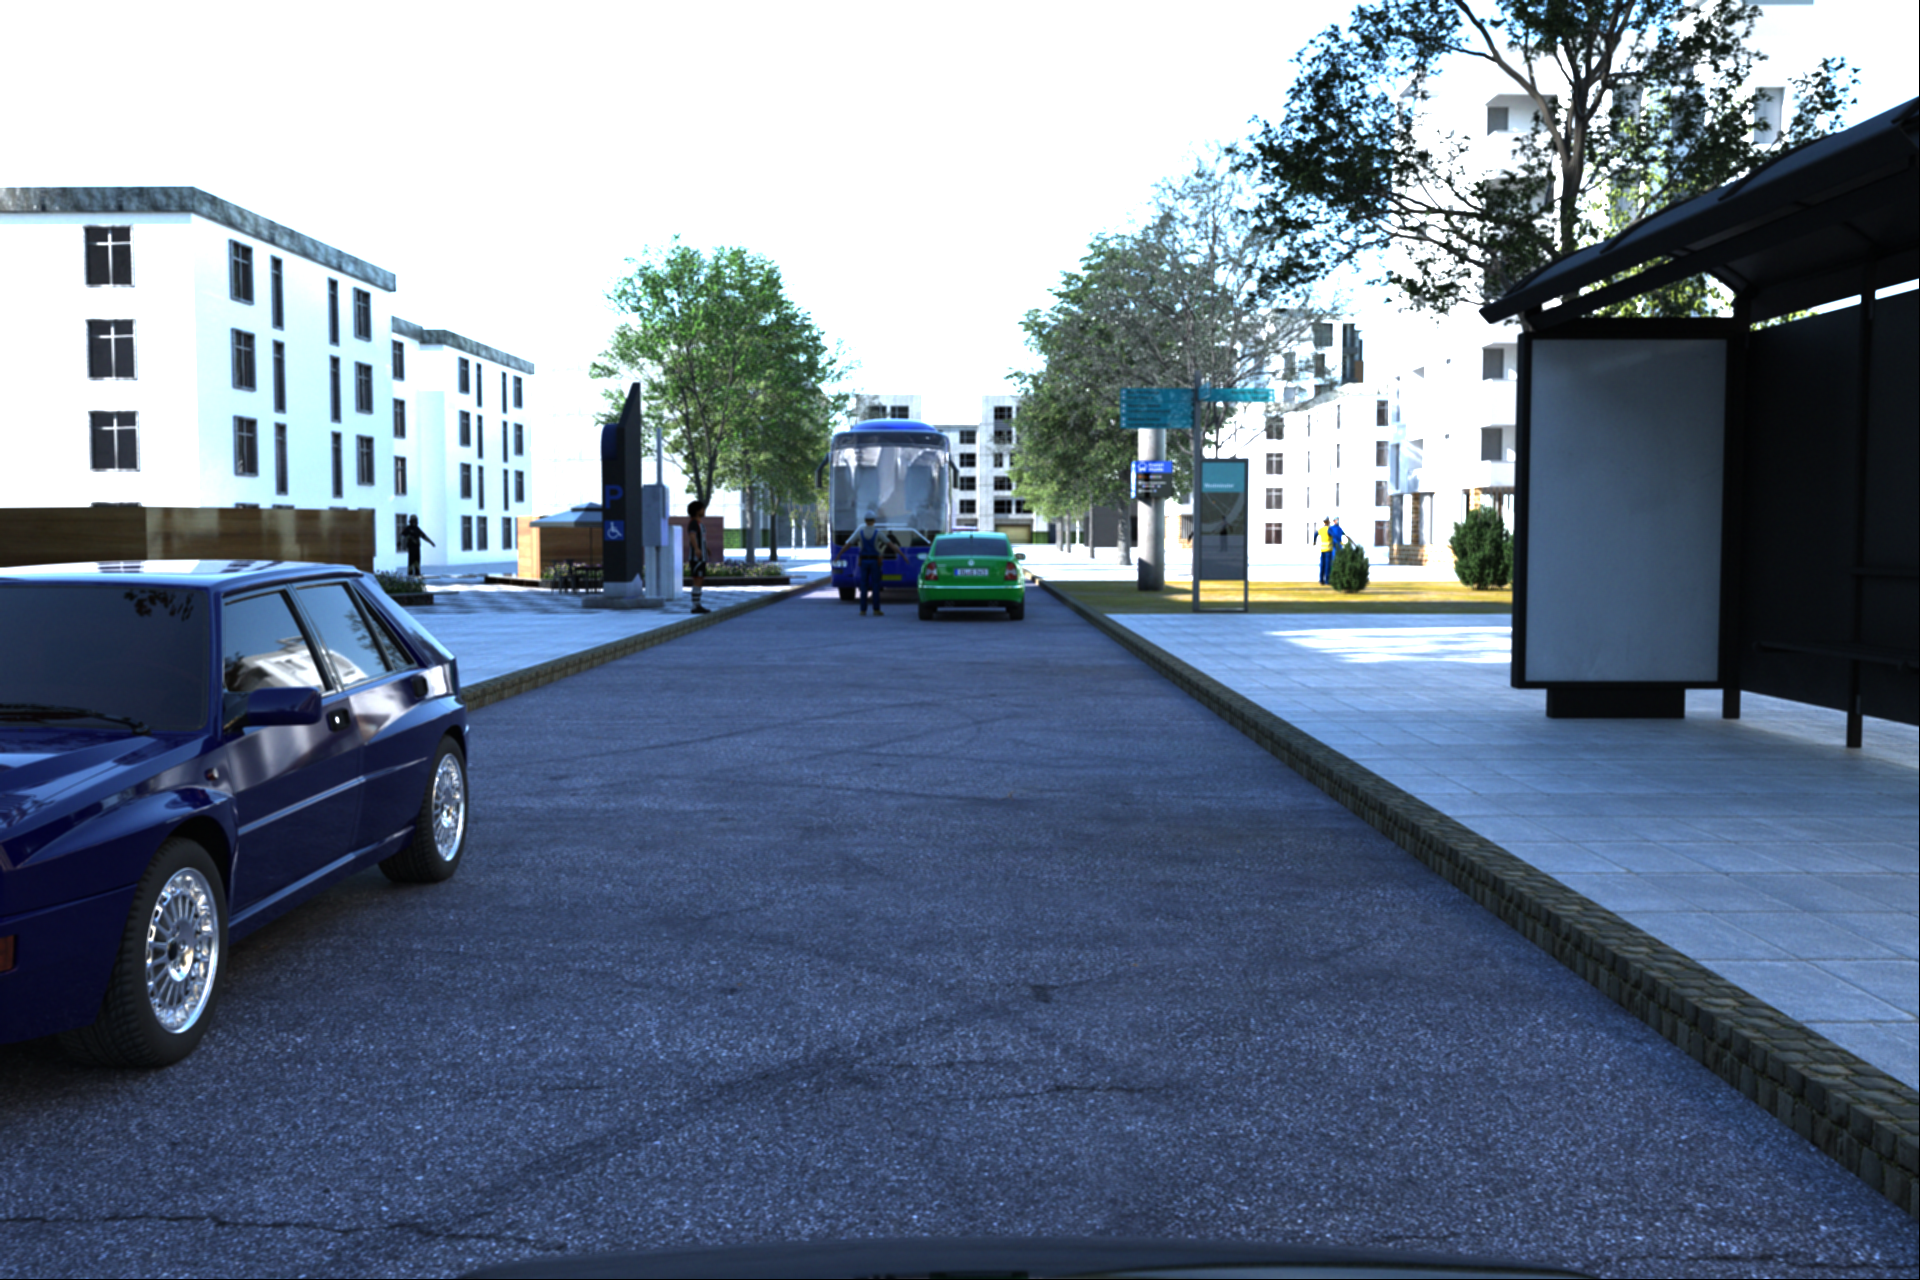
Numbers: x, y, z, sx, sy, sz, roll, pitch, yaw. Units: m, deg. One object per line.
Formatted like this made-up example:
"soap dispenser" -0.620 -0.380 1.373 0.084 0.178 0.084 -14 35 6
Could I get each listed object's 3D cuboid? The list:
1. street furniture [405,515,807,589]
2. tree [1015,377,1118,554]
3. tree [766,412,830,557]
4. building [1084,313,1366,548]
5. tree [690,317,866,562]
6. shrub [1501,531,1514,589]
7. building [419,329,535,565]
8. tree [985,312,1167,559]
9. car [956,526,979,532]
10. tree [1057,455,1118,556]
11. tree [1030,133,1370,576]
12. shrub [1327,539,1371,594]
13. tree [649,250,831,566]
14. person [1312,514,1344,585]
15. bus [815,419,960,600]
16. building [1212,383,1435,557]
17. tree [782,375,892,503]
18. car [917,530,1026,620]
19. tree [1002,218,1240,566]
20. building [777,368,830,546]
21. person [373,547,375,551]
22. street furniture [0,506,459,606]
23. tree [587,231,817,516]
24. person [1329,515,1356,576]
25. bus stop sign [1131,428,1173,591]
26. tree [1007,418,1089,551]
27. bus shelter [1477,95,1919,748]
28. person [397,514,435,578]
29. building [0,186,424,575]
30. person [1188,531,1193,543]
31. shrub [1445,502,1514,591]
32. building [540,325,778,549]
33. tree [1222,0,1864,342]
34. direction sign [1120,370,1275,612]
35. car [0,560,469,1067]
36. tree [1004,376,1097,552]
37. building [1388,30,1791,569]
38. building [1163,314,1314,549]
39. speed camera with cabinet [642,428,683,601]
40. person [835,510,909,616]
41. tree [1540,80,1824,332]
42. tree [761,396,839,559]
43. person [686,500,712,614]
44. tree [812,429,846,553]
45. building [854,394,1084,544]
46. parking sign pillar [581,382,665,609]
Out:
"street furniture" -7.607 -2.266 43.898 11.010 1.723 9.812 -2 4 -30
"tree" 7.406 -11.929 113.166 7.486 12.596 7.792 0 3 0
"tree" -8.555 -8.967 96.973 4.360 8.622 3.978 0 3 0
"building" 26.423 -20.353 176.739 27.936 21.610 32.646 0 4 0
"tree" -8.608 -9.499 81.071 9.928 11.665 9.643 0 3 0
"shrub" 11.036 -1.725 32.624 1.690 2.028 1.600 0 3 0
"building" -25.358 -8.741 85.060 9.099 9.664 28.070 0 4 1
"tree" 6.923 -10.983 89.939 12.009 13.543 11.850 0 3 0
"car" 0.164 -4.770 86.663 2.281 1.827 5.304 0 4 -1
"tree" 6.622 -9.176 100.390 4.360 8.622 3.978 0 3 0
"tree" 7.385 -8.708 52.745 12.009 13.543 11.850 0 3 0
"shrub" 8.406 -1.606 37.383 1.383 1.207 1.383 0 3 0
"tree" -8.873 -9.271 69.705 7.486 12.596 7.792 0 3 0
"person" 9.233 -2.260 43.413 0.721 1.772 1.216 -2 4 -30
"bus" -1.408 -3.005 40.685 2.896 3.916 12.251 0 4 0
"building" 22.433 -10.300 110.551 9.099 9.664 28.070 0 4 0
"tree" -8.445 -13.599 132.716 12.009 13.543 11.850 0 3 0
"car" 0.201 -1.314 30.286 1.959 1.807 4.718 0 4 0
"tree" 6.476 -9.941 69.194 9.857 13.997 8.962 0 3 0
"building" -24.260 -21.923 189.376 19.493 23.208 18.063 0 4 0
"person" -13.503 -1.944 38.014 1.346 1.802 0.704 0 4 -1
"street furniture" -13.716 -1.358 29.053 11.010 1.723 9.812 2 4 24
"tree" -8.707 -8.137 58.792 9.928 11.665 9.643 0 3 0
"person" 10.590 -2.602 48.667 1.347 1.817 0.704 -2 4 -32
"bus stop sign" 4.342 -3.070 39.218 0.837 3.901 0.837 0 4 -1
"tree" 7.420 -13.046 131.431 7.486 12.596 7.792 0 3 0
"bus shelter" 4.635 -0.953 9.506 2.014 3.302 5.546 0 4 0
"person" -15.937 -2.741 50.602 0.705 1.856 1.354 2 4 32
"building" -22.694 -6.966 56.046 9.099 9.664 28.070 0 4 1
"person" 9.223 -3.707 66.542 0.705 1.837 1.347 -3 5 -42
"shrub" 11.956 -2.146 39.500 1.690 2.028 1.600 0 3 0
"building" -27.116 -18.092 162.260 16.747 18.905 31.486 0 4 0
"tree" 6.266 -5.186 19.210 7.601 10.594 8.767 -2 4 -26
"direction sign" 3.881 -2.386 27.768 2.525 3.948 1.411 0 4 -1
"car" -2.958 0.410 5.876 1.945 1.354 3.894 0 4 0
"tree" 7.026 -12.507 122.616 7.486 12.596 7.792 0 3 0
"building" 23.137 -13.149 71.410 16.016 20.090 11.380 0 4 0
"building" 23.270 -18.353 156.487 16.016 20.090 11.380 0 4 0
"speed camera with cabinet" -5.769 -2.367 33.033 0.660 3.252 2.038 0 4 2
"person" -1.574 -1.356 30.490 1.347 1.847 0.705 1 4 10
"tree" 11.729 -4.767 28.311 4.737 8.622 4.395 0 3 0
"tree" -8.395 -8.521 89.684 4.737 8.622 4.395 0 3 0
"person" -4.220 -1.341 28.064 0.704 1.843 1.345 0 4 -1
"tree" -8.600 -10.015 114.107 4.737 8.622 4.395 0 3 0
"building" 2.058 -21.813 225.560 31.486 18.905 16.747 0 4 -4
"parking sign pillar" -5.888 -2.552 30.190 1.447 3.967 1.447 0 4 2
